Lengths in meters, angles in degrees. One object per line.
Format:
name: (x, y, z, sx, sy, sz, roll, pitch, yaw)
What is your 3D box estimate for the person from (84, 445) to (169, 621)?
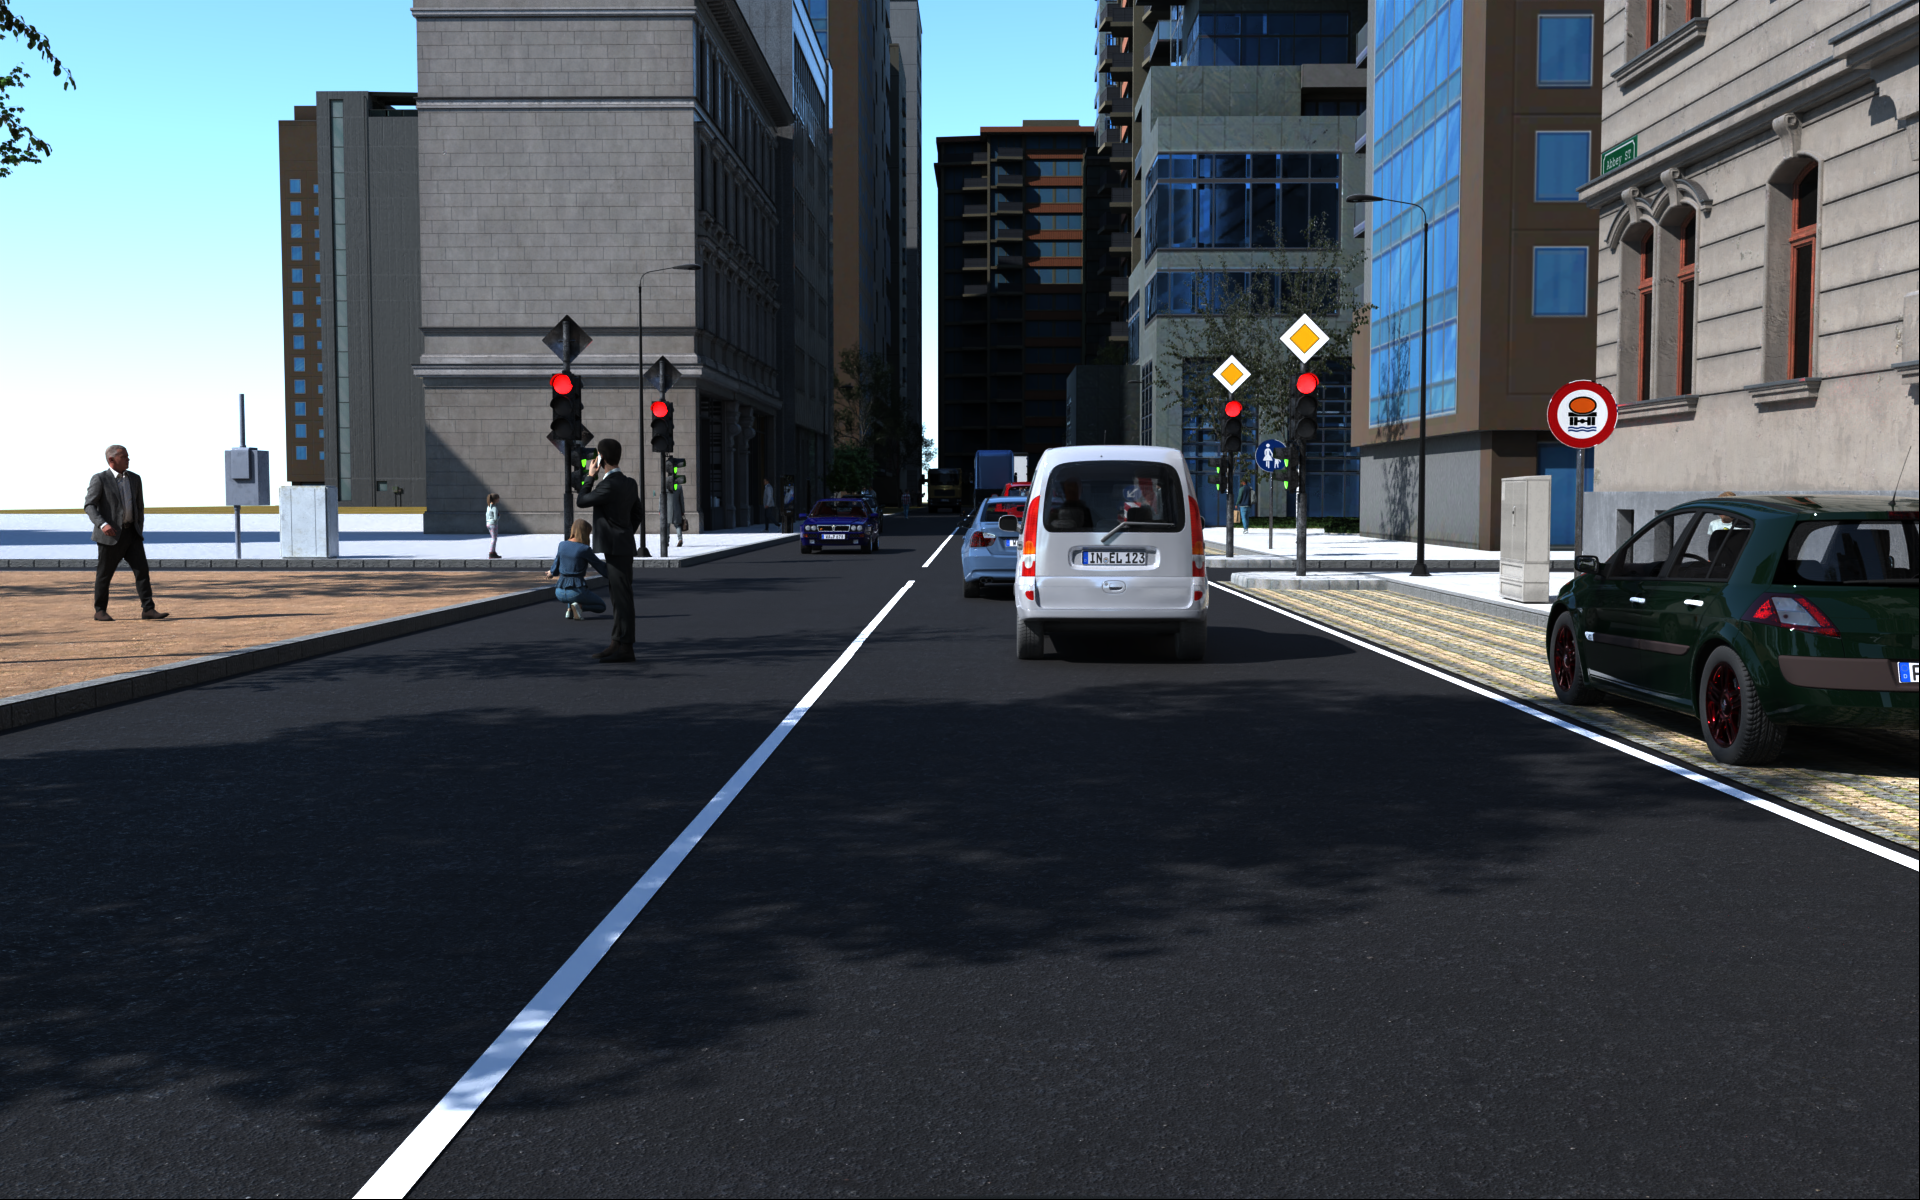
person: (-8.416, -0.674, 17.457, 0.834, 1.777, 0.661, 1, 4, 21)

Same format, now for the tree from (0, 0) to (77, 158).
tree: (-8.042, -3.792, 12.370, 4.360, 8.622, 3.978, 0, 3, 0)

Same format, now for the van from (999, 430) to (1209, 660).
van: (1.361, -0.572, 16.365, 2.013, 2.044, 4.112, 0, 4, 2)

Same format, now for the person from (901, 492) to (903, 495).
person: (-4.639, -8.311, 145.164, 0.697, 1.427, 0.421, -3, 4, -37)

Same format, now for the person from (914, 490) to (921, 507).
person: (-4.191, -9.981, 170.034, 0.742, 1.727, 0.445, 1, 4, 14)

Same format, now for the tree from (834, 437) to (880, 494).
tree: (-6.309, -7.126, 100.226, 4.285, 4.588, 4.351, 0, 3, 0)

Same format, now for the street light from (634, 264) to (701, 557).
street light: (-5.917, -3.825, 35.086, 1.470, 5.913, 1.316, 0, 4, 1)

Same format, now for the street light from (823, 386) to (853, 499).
street light: (-5.271, -6.222, 74.271, 1.470, 5.913, 1.316, 0, 4, 1)

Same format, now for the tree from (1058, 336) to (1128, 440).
tree: (9.296, -10.291, 102.667, 7.601, 10.594, 8.767, -1, 4, -17)

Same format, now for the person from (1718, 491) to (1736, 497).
person: (6.757, -0.306, 15.292, 0.306, 1.304, 0.590, 2, 4, 29)

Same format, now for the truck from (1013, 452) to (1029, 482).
truck: (3.495, -8.158, 122.289, 2.839, 4.237, 11.283, 0, 4, 1)

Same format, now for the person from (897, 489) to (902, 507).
person: (-5.578, -9.356, 159.733, 0.721, 1.735, 1.217, 1, 4, 11)

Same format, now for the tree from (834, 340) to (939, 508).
tree: (-6.527, -10.500, 106.093, 8.767, 10.594, 7.601, 1, 4, 14)

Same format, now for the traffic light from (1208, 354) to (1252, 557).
traffic light: (5.451, -2.818, 34.996, 0.839, 4.253, 0.868, 0, 4, 1)

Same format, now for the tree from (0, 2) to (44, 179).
tree: (-14.942, -5.785, 20.335, 9.928, 11.665, 9.643, 0, 3, 0)

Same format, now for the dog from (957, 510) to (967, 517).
dog: (0.108, -5.493, 110.003, 0.748, 0.427, 0.550, -1, 4, -16)

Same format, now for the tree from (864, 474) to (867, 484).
tree: (-5.667, -5.949, 91.866, 1.663, 3.219, 1.824, 0, 3, 0)

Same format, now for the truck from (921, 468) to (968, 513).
truck: (-1.165, -8.374, 132.840, 3.469, 3.379, 9.791, 0, 4, 0)

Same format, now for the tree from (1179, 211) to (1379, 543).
tree: (8.589, -5.782, 44.895, 4.360, 8.622, 3.978, 0, 3, 0)

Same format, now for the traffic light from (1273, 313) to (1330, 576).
traffic light: (5.325, -2.330, 27.012, 0.839, 4.253, 0.868, 0, 4, 1)

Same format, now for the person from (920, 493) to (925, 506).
person: (-3.986, -10.530, 181.448, 0.697, 1.427, 0.421, -1, 4, -14)

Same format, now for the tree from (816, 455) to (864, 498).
tree: (-6.018, -5.552, 85.369, 1.663, 3.219, 1.824, 0, 3, 0)

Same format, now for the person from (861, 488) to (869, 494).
person: (-6.008, -6.359, 110.277, 0.793, 1.790, 0.793, 1, 4, 19)

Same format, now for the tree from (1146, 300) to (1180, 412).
tree: (8.038, -6.250, 52.552, 4.360, 8.622, 3.978, 0, 3, 0)

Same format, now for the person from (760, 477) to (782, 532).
person: (-6.330, -3.189, 58.028, 0.795, 1.843, 0.661, 0, 4, -2)

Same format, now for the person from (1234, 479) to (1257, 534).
person: (9.131, -3.039, 55.716, 0.794, 1.824, 0.713, -1, 4, -10)

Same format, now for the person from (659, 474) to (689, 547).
person: (-7.014, -2.207, 42.235, 0.694, 1.812, 0.767, -2, 4, -27)

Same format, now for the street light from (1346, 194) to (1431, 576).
street light: (6.674, -3.329, 26.978, 1.470, 5.913, 1.316, 0, 4, 1)

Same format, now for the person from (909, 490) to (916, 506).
person: (-4.949, -10.837, 183.754, 0.617, 1.759, 0.750, 3, 5, 43)

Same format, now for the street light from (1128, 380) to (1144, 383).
street light: (7.555, -6.017, 70.923, 1.470, 5.913, 1.316, 0, 4, 1)

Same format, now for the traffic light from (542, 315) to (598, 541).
traffic light: (-6.136, -2.340, 27.176, 0.839, 4.253, 0.868, 0, 4, 1)

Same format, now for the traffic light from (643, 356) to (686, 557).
traffic light: (-6.009, -2.828, 35.160, 0.839, 4.253, 0.868, 0, 4, 1)

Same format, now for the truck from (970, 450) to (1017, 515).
truck: (2.151, -6.754, 100.183, 2.967, 4.110, 18.799, 0, 4, 0)

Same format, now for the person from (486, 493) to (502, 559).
person: (-9.269, -1.476, 34.462, 0.425, 1.301, 0.394, 3, 4, 36)
